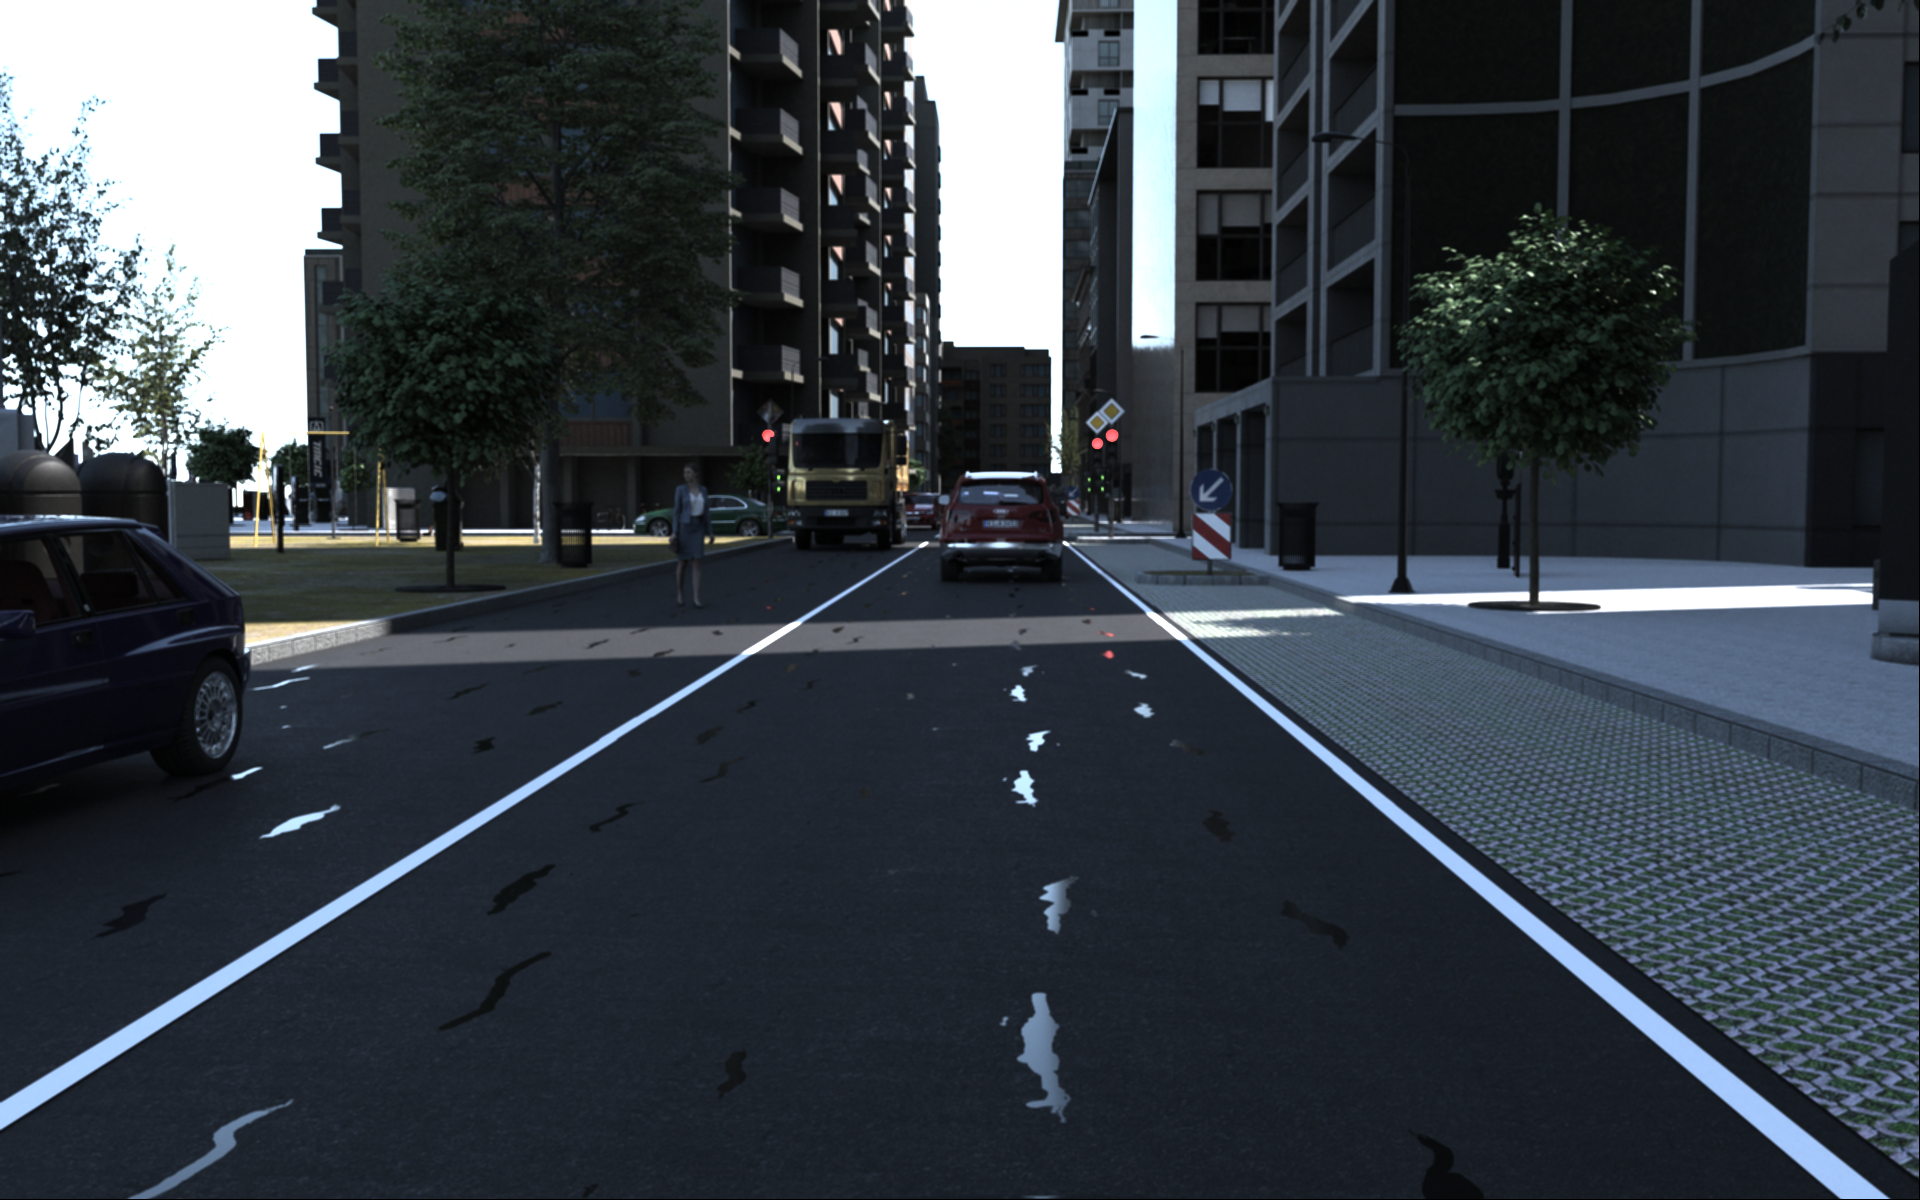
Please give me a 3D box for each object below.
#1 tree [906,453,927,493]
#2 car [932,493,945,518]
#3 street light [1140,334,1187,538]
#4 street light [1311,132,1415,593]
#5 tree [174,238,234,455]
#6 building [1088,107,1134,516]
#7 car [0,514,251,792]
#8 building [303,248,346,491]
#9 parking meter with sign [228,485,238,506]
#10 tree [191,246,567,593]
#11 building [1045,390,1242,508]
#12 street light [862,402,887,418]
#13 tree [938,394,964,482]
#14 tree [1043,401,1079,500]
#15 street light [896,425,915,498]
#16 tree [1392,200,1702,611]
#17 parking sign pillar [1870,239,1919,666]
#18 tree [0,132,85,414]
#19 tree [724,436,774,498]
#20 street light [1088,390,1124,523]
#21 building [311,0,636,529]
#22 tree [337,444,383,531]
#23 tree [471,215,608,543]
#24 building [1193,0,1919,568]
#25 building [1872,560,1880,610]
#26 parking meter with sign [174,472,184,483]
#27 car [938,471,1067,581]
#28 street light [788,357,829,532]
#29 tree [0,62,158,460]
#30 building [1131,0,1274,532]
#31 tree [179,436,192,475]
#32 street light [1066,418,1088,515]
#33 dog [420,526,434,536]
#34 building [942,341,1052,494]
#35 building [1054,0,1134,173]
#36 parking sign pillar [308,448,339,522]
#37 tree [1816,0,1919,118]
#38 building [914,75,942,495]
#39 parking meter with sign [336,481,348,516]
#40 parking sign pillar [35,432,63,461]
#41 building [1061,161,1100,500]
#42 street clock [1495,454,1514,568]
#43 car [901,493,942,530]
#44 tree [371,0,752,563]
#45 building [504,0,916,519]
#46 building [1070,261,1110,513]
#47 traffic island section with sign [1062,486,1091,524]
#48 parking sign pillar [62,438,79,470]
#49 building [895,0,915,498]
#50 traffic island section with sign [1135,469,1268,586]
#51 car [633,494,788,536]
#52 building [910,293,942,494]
[{"bbox_3d":[-4.182,-9.115,132.742,4.285,4.588,4.351,0,3,0],"label":"tree"},{"bbox_3d":[-1.815,-5.806,103.965,2.155,1.783,4.494,0,4,1],"label":"car"},{"bbox_3d":[5.928,-4.771,50.551,1.470,5.913,1.316,0,4,1],"label":"street light"},{"bbox_3d":[5.209,-3.048,22.383,1.470,5.913,1.316,0,4,1],"label":"street light"},{"bbox_3d":[-22.786,-6.017,48.746,4.737,8.622,4.395,0,3,0],"label":"tree"},{"bbox_3d":[15.151,-17.128,99.104,14.314,24.678,30.058,0,4,1],"label":"building"},{"bbox_3d":[-4.729,0.303,7.632,1.945,1.354,3.894,0,4,3],"label":"car"},{"bbox_3d":[-67.740,-26.471,204.507,14.107,30.474,14.160,0,4,1],"label":"building"},{"bbox_3d":[-50.239,-7.456,118.170,1.738,3.016,0.543,-1,4,-18],"label":"parking meter with sign"},{"bbox_3d":[-6.868,-2.406,23.050,4.285,4.588,4.351,0,3,0],"label":"tree"},{"bbox_3d":[20.335,-46.461,197.894,20.563,71.187,20.611,0,4,1],"label":"building"},{"bbox_3d":[-4.418,-7.057,87.923,1.470,5.913,1.316,0,4,1],"label":"street light"},{"bbox_3d":[-3.273,-16.238,183.618,7.486,12.596,7.792,0,3,0],"label":"tree"},{"bbox_3d":[9.811,-11.710,141.823,4.737,8.622,4.395,0,3,0],"label":"tree"},{"bbox_3d":[-3.702,-8.799,116.407,1.470,5.913,1.316,0,4,1],"label":"street light"},{"bbox_3d":[6.587,-2.189,19.509,4.285,4.588,4.351,0,3,0],"label":"tree"},{"bbox_3d":[7.800,-1.511,13.171,1.447,3.967,1.447,-3,5,-42],"label":"parking sign pillar"},{"bbox_3d":[-19.691,-5.235,35.957,4.737,8.622,4.395,0,3,0],"label":"tree"},{"bbox_3d":[-6.887,-3.865,57.802,1.663,3.219,1.824,0,3,0],"label":"tree"},{"bbox_3d":[6.610,-6.404,77.241,1.470,5.913,1.316,0,4,1],"label":"street light"},{"bbox_3d":[-15.074,-25.738,75.437,22.147,44.769,28.867,0,4,1],"label":"building"},{"bbox_3d":[-21.172,-4.015,60.239,1.663,3.219,1.824,0,3,0],"label":"tree"},{"bbox_3d":[-11.100,-5.790,45.029,4.360,8.622,3.978,0,3,0],"label":"tree"},{"bbox_3d":[16.786,-36.696,38.230,20.563,71.187,20.611,0,4,1],"label":"building"},{"bbox_3d":[19.454,-28.391,6.186,21.231,58.520,28.212,0,4,1],"label":"building"},{"bbox_3d":[-50.500,-7.140,112.998,1.738,3.016,0.543,1,4,12],"label":"parking meter with sign"},{"bbox_3d":[0.726,-1.308,30.062,2.281,1.827,5.304,0,4,2],"label":"car"},{"bbox_3d":[-5.155,-5.290,59.040,1.470,5.913,1.316,0,4,1],"label":"street light"},{"bbox_3d":[-15.599,-4.836,29.431,4.360,8.622,3.978,0,3,0],"label":"tree"},{"bbox_3d":[24.391,-16.023,66.495,34.151,26.468,19.350,0,4,1],"label":"building"},{"bbox_3d":[-29.638,-5.271,69.900,4.285,4.588,4.351,0,3,0],"label":"tree"},{"bbox_3d":[7.312,-8.127,105.409,1.470,5.913,1.316,0,4,1],"label":"street light"},{"bbox_3d":[-17.379,-2.223,56.540,0.550,0.427,0.748,-3,5,-40],"label":"dog"},{"bbox_3d":[-2.558,-23.633,231.430,28.899,21.520,27.650,0,4,1],"label":"building"},{"bbox_3d":[24.126,-35.726,173.363,28.713,52.752,27.495,0,4,1],"label":"building"},{"bbox_3d":[-30.028,-5.688,81.467,1.447,3.967,1.447,2,4,30],"label":"parking sign pillar"},{"bbox_3d":[6.130,-3.533,8.133,4.360,8.622,3.978,0,3,0],"label":"tree"},{"bbox_3d":[-13.083,-35.148,198.371,21.600,48.544,21.300,0,4,1],"label":"building"},{"bbox_3d":[-36.039,-6.424,101.286,0.543,3.016,1.738,-3,5,-42],"label":"parking meter with sign"},{"bbox_3d":[-40.695,-5.356,76.040,1.447,3.967,1.447,1,4,16],"label":"parking sign pillar"},{"bbox_3d":[15.930,-23.307,152.778,14.160,30.474,14.107,0,4,1],"label":"building"},{"bbox_3d":[9.400,-1.549,29.896,0.358,2.002,0.471,1,4,10],"label":"street clock"},{"bbox_3d":[-1.713,-3.754,70.423,2.155,1.783,4.494,0,4,3],"label":"car"},{"bbox_3d":[-7.391,-6.986,32.353,7.486,12.596,7.792,0,3,0],"label":"tree"},{"bbox_3d":[-14.334,-28.032,112.943,22.147,44.769,28.867,0,4,1],"label":"building"},{"bbox_3d":[13.503,-15.861,123.951,10.561,19.102,19.286,0,4,1],"label":"building"},{"bbox_3d":[5.310,-4.584,83.574,1.989,1.847,2.006,0,4,1],"label":"traffic island section with sign"},{"bbox_3d":[-42.843,-5.785,83.053,1.447,3.967,1.447,1,4,22],"label":"parking sign pillar"},{"bbox_3d":[-11.002,-30.037,141.222,14.600,45.320,14.200,0,4,1],"label":"building"},{"bbox_3d":[3.847,-1.179,27.911,1.989,1.847,2.006,0,4,1],"label":"traffic island section with sign"},{"bbox_3d":[-7.822,-2.608,54.434,4.920,1.459,2.131,0,4,3],"label":"car"},{"bbox_3d":[-16.348,-19.497,163.808,27.650,21.520,28.899,0,4,1],"label":"building"}]
